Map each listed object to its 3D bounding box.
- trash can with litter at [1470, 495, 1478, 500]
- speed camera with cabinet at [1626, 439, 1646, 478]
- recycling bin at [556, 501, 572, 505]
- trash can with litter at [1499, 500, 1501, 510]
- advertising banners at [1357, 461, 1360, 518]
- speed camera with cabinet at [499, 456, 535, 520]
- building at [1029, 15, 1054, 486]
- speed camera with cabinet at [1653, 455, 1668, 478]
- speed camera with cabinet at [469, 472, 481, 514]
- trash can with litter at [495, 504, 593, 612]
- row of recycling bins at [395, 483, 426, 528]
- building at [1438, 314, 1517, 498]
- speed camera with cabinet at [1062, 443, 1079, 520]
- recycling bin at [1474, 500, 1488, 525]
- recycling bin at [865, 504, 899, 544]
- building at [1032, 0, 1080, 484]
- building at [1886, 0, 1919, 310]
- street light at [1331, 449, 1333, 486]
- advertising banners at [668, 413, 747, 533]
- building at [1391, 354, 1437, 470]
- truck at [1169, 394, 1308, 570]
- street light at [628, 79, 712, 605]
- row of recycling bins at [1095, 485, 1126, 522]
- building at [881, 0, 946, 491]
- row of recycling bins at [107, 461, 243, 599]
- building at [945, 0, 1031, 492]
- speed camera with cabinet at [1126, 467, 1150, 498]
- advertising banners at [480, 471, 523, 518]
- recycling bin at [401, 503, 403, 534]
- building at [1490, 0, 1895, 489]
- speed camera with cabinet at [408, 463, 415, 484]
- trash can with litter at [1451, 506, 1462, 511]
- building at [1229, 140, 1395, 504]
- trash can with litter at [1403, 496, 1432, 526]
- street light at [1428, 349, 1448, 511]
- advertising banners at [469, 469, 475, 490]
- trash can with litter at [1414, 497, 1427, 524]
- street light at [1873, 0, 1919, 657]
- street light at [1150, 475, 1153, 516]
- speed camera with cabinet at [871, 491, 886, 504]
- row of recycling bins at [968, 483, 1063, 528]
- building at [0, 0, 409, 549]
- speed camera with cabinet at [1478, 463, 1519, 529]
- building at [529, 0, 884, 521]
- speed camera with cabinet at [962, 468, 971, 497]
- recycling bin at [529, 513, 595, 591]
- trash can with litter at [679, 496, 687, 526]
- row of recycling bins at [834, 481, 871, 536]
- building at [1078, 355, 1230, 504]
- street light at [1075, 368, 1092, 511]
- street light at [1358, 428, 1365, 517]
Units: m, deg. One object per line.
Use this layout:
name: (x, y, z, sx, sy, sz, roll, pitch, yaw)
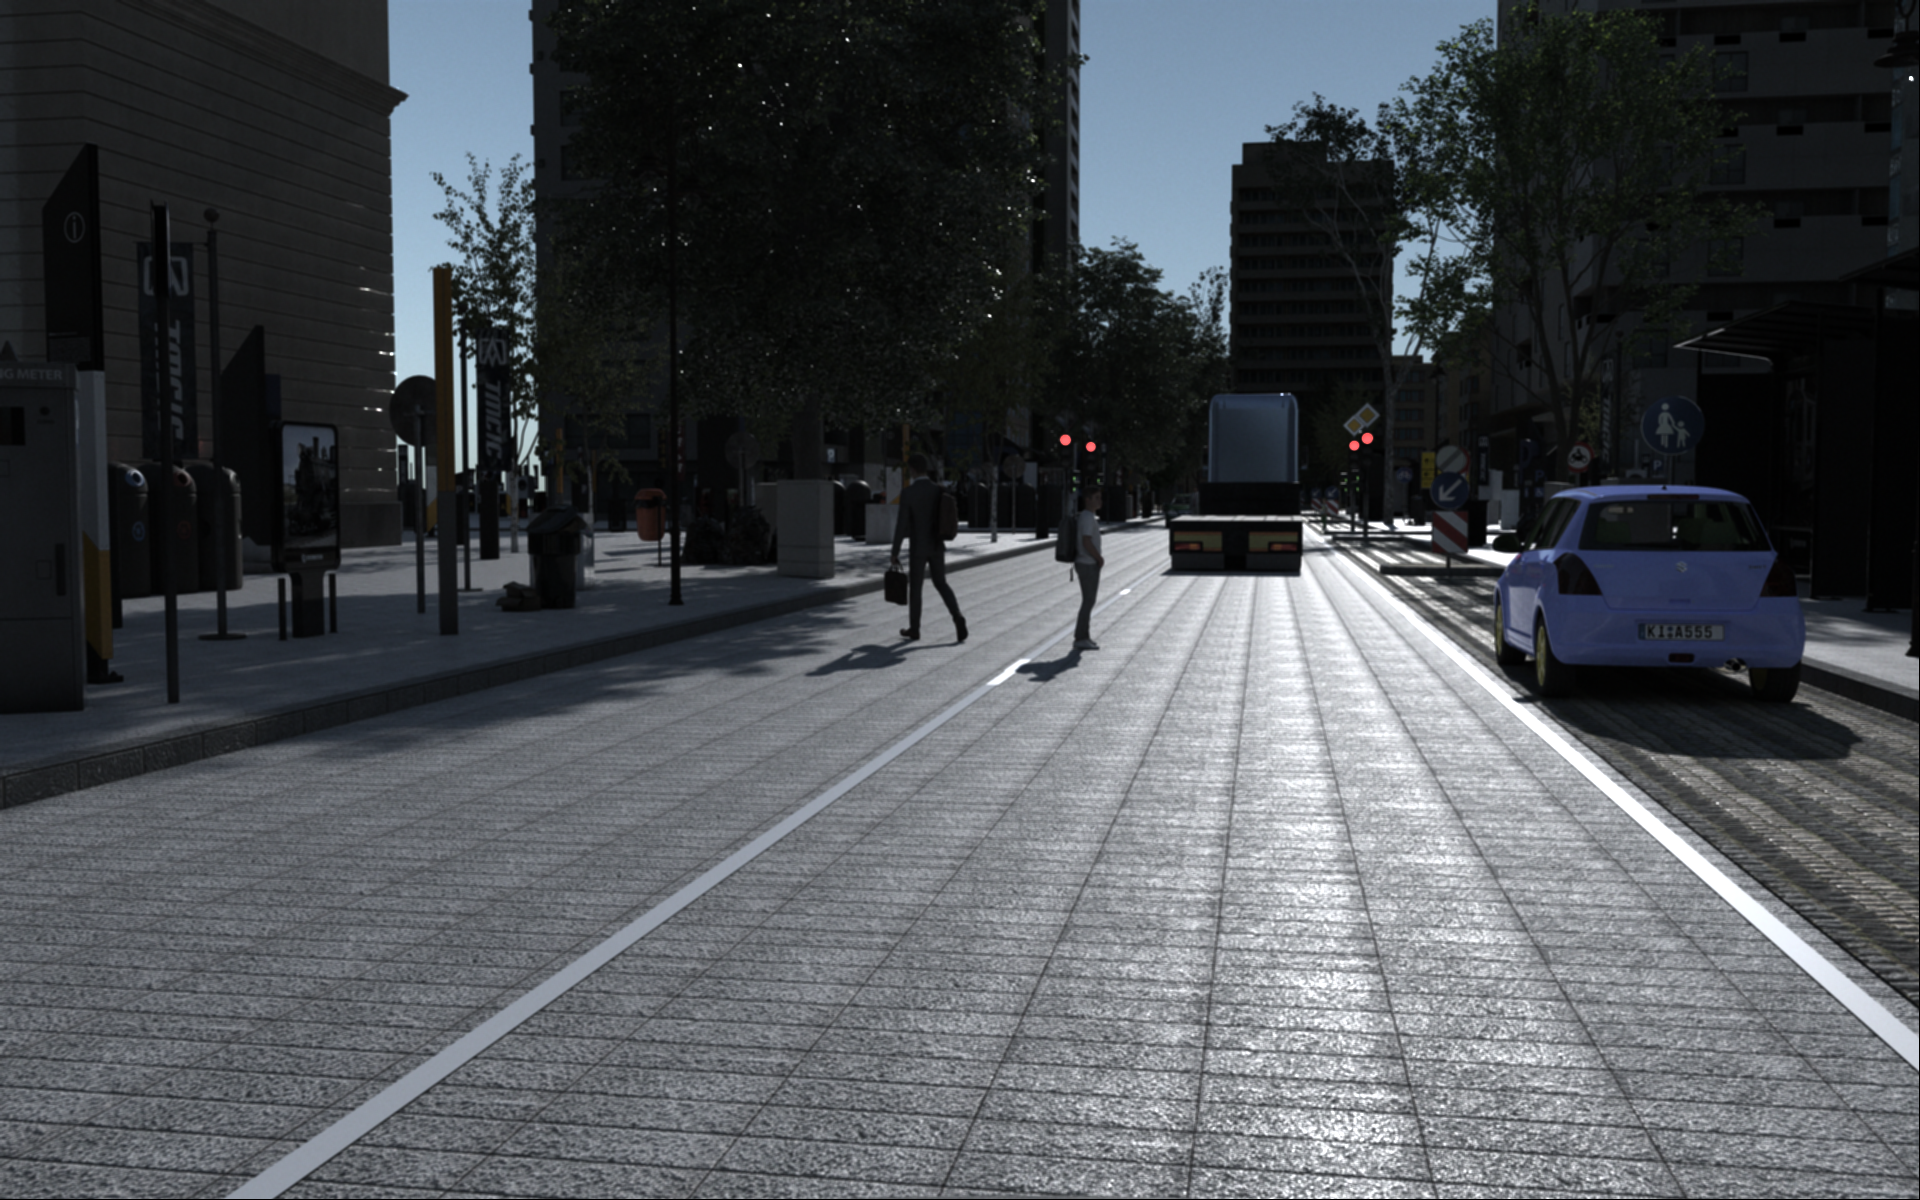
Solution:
trash can with litter: (30.306, -5.623, 102.996, 1.678, 1.210, 2.233, -3, 5, -40)
speed camera with cabinet: (23.802, -4.194, 62.912, 2.038, 3.252, 0.660, 1, 4, 22)
recycling bin: (-15.215, -3.350, 67.320, 0.722, 1.027, 0.722, 1, 4, 21)
trash can with litter: (28.707, -4.970, 92.642, 0.624, 1.170, 1.055, 2, 4, 35)
advertising banners: (21.697, -5.929, 93.133, 0.090, 3.025, 2.074, 2, 4, 35)
speed camera with cabinet: (-22.169, -5.626, 86.315, 2.038, 3.252, 0.660, 2, 4, 27)
building: (-1.653, -44.399, 164.175, 20.563, 71.187, 20.611, 1, 4, 10)
speed camera with cabinet: (32.220, -5.290, 80.825, 0.660, 3.252, 2.038, -2, 4, -25)
speed camera with cabinet: (-30.876, -7.087, 110.207, 0.660, 3.252, 2.038, 2, 4, 31)
trash can with litter: (-4.619, -0.479, 19.216, 0.624, 1.170, 1.055, 2, 4, 27)
row of recycling bins: (-21.643, -3.725, 68.016, 1.069, 1.692, 3.534, -1, 4, -22)
building: (64.496, -20.265, 176.371, 27.650, 21.520, 28.899, 1, 4, 10)
speed camera with cabinet: (4.289, -4.483, 67.635, 0.660, 3.252, 2.038, 0, 4, 2)
recycling bin: (21.338, -3.610, 71.577, 0.722, 1.027, 0.722, -3, 5, -41)
recycling bin: (-1.990, -1.979, 44.918, 0.722, 1.027, 0.722, 1, 4, 22)
building: (-1.270, -39.727, 191.543, 28.212, 58.520, 21.231, 1, 4, 10)
building: (95.912, -33.874, 173.455, 30.456, 49.044, 23.786, 1, 4, 10)
street light: (28.906, -9.879, 134.316, 0.468, 5.910, 1.993, 1, 4, 10)
advertising banners: (-5.366, -2.466, 36.513, 2.074, 3.025, 0.090, 2, 4, 29)
building: (73.851, -24.165, 240.130, 28.899, 21.520, 27.650, 1, 4, 10)
truck: (6.808, -3.132, 40.966, 2.967, 4.110, 18.799, 1, 4, 11)
street light: (-3.290, -2.880, 19.881, 0.468, 5.910, 1.993, 1, 4, 10)
row of recycling bins: (7.203, -4.541, 81.360, 1.069, 1.692, 3.534, 0, 4, -3)
building: (-13.400, -30.420, 121.063, 21.300, 48.544, 21.600, 1, 4, 10)
row of recycling bins: (-10.390, -0.902, 21.859, 1.069, 1.692, 3.534, 1, 4, 11)
building: (-1.869, -30.376, 146.750, 14.600, 45.320, 14.200, 1, 4, 10)
speed camera with cabinet: (10.925, -7.039, 109.424, 2.038, 3.252, 0.660, 1, 4, 14)
advertising banners: (-23.889, -5.729, 89.857, 2.074, 3.025, 0.090, 0, 4, -6)
recycling bin: (-18.533, -2.669, 56.188, 0.722, 1.027, 0.722, -2, 4, -32)
building: (60.971, -34.138, 147.396, 28.713, 52.752, 27.495, 1, 4, 10)
speed camera with cabinet: (-34.886, -7.003, 108.832, 0.660, 3.252, 2.038, 2, 4, 32)
trash can with litter: (14.846, -2.424, 51.015, 0.624, 1.170, 1.055, -1, 4, -9)
building: (48.372, -37.707, 240.218, 21.600, 48.544, 21.300, 1, 4, 10)
trash can with litter: (19.014, -3.635, 70.496, 2.233, 1.210, 1.678, 0, 4, 1)
street light: (14.350, -4.854, 52.148, 0.468, 5.910, 1.993, 1, 4, 10)
advertising banners: (-34.168, -7.497, 118.762, 2.074, 3.025, 0.090, -3, 5, -41)
trash can with litter: (19.294, -3.756, 72.791, 0.624, 1.170, 1.055, 1, 4, 15)
street light: (7.582, -2.492, 13.524, 0.468, 5.910, 1.993, 1, 4, 10)
street light: (11.300, -7.911, 102.128, 0.468, 5.910, 1.993, 1, 4, 10)
speed camera with cabinet: (-3.409, -5.585, 85.656, 2.038, 3.252, 0.660, 0, 4, 1)
row of recycling bins: (2.059, -3.573, 65.528, 3.534, 1.692, 1.069, 0, 4, 1)
building: (-26.868, -14.787, 39.028, 25.104, 27.353, 12.463, 1, 4, 10)
speed camera with cabinet: (20.141, -4.260, 63.988, 0.660, 3.252, 2.038, -2, 4, -31)
building: (-12.203, -19.313, 87.465, 14.160, 30.474, 14.107, 1, 4, 10)
speed camera with cabinet: (0.417, -8.333, 130.587, 0.660, 3.252, 2.038, 3, 5, 45)
recycling bin: (-5.335, -0.652, 23.221, 0.722, 1.027, 0.722, 0, 4, 1)
trash can with litter: (-10.951, -3.605, 69.996, 1.678, 1.210, 2.233, 1, 4, 12)
row of recycling bins: (-4.269, -2.890, 54.359, 3.534, 1.692, 1.069, 2, 4, 34)
building: (24.016, -24.664, 248.297, 28.899, 21.520, 27.650, 1, 4, 10)
street light: (4.520, -5.546, 63.469, 0.468, 5.910, 1.993, 1, 4, 10)
street light: (22.109, -7.517, 95.698, 0.468, 5.910, 1.993, 1, 4, 10)
